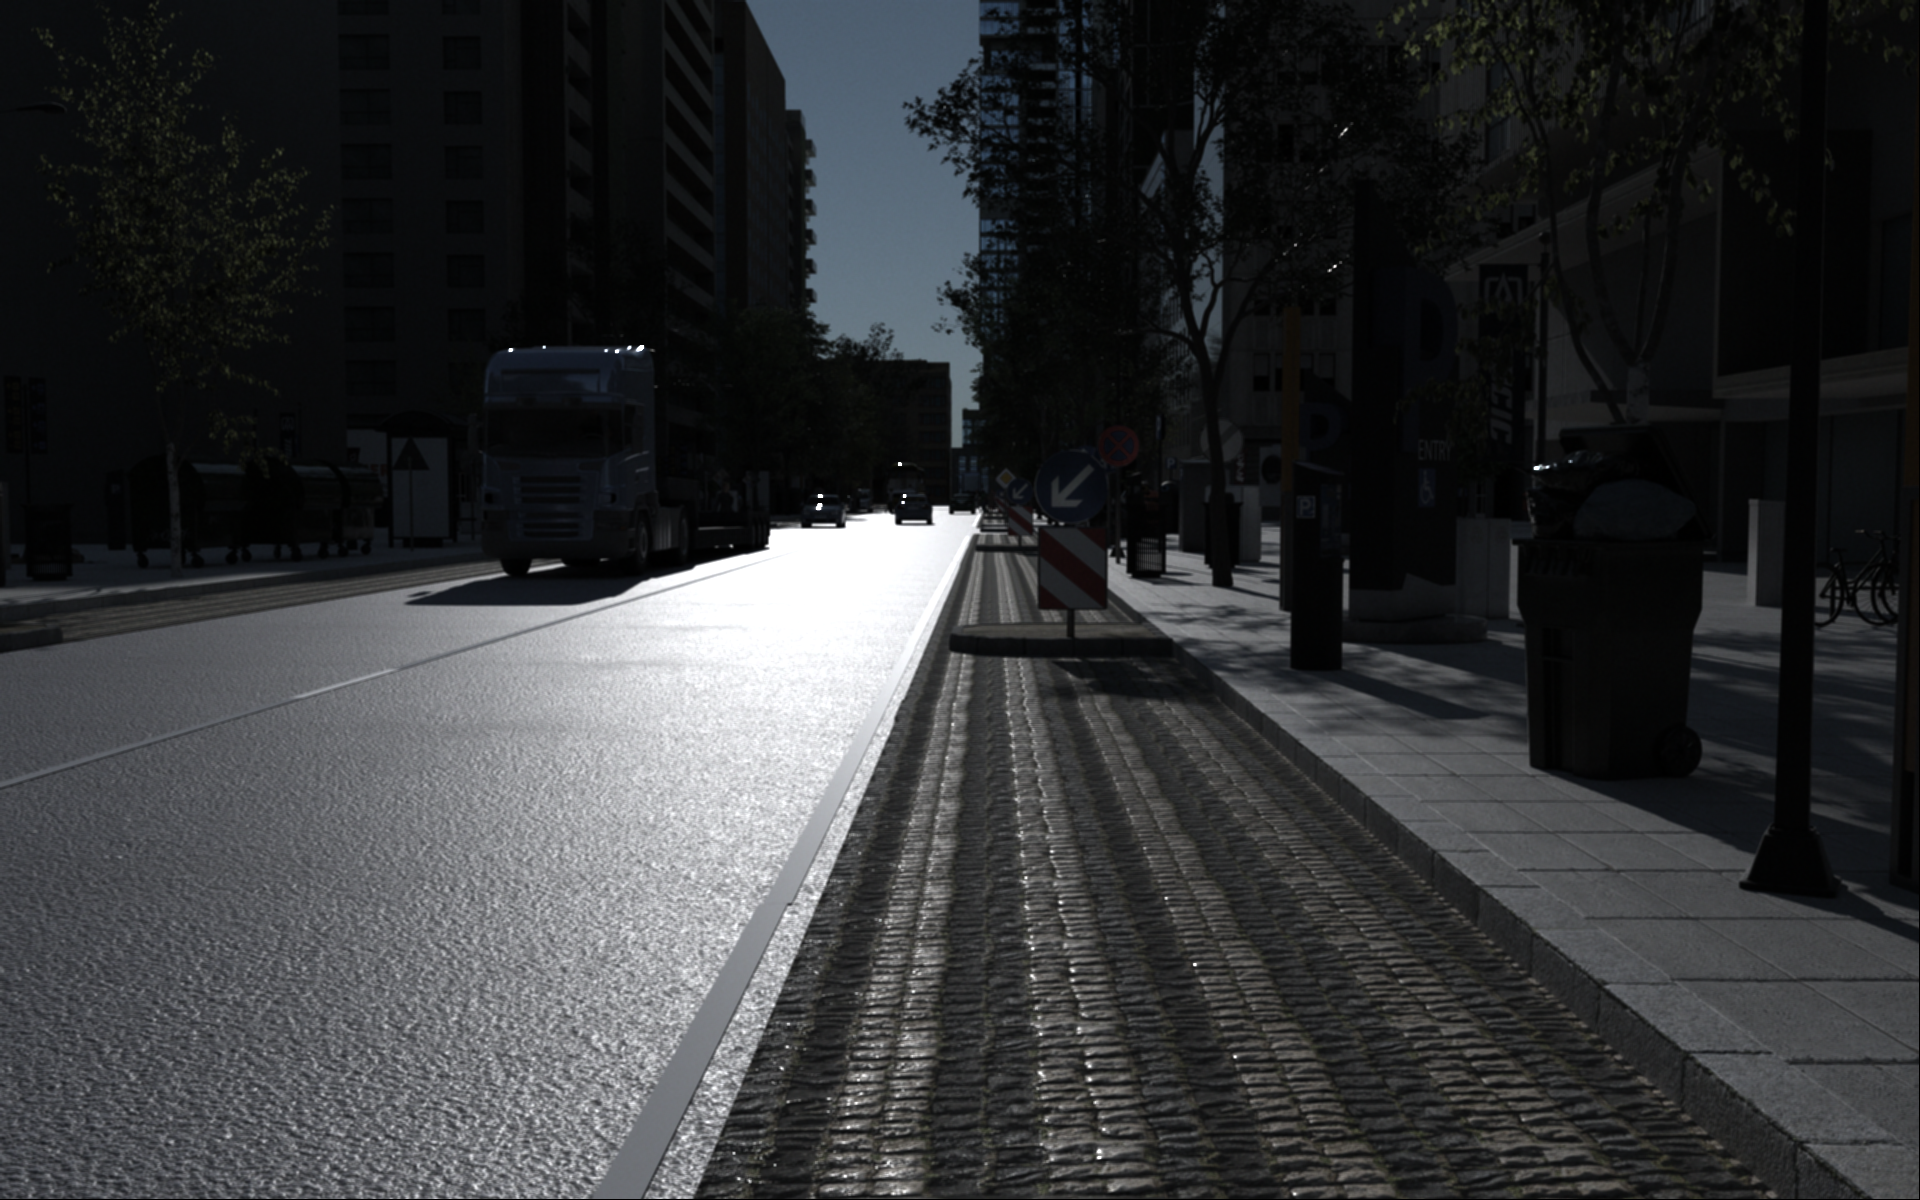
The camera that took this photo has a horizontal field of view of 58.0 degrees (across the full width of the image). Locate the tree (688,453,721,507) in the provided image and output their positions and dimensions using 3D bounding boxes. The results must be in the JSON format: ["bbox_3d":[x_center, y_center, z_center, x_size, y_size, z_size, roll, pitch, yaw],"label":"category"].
[{"bbox_3d":[-11.776,-5.320,81.578,1.663,3.219,1.824,0,3,0],"label":"tree"}]

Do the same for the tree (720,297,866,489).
[{"bbox_3d":[-10.994,-12.560,112.007,9.857,13.997,8.962,0,3,0],"label":"tree"}]

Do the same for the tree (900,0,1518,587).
[{"bbox_3d":[3.610,-5.488,24.135,8.767,10.594,7.601,-1,4,-11],"label":"tree"}]

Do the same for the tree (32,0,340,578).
[{"bbox_3d":[-11.861,-4.637,26.183,4.360,8.622,3.978,0,3,0],"label":"tree"}]

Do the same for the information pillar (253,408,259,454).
[{"bbox_3d":[-19.062,-3.400,46.950,0.183,3.616,0.504,-1,4,-16],"label":"information pillar"}]

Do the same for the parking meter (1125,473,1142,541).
[{"bbox_3d":[4.708,-2.521,46.934,0.399,1.863,0.255,-2,4,-29],"label":"parking meter"}]

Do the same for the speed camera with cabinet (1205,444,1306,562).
[{"bbox_3d":[5.533,-2.339,32.576,0.660,3.252,2.038,-3,4,-39],"label":"speed camera with cabinet"}]

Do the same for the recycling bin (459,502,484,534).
[{"bbox_3d":[-15.757,-2.649,55.863,0.722,1.027,0.722,-1,4,-21],"label":"recycling bin"}]

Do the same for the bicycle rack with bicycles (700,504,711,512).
[{"bbox_3d":[-16.077,-6.461,119.024,2.925,0.926,2.852,2,4,26],"label":"bicycle rack with bicycles"}]

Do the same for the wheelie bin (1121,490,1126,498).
[{"bbox_3d":[11.997,-7.162,125.005,0.693,1.594,0.980,0,4,-8],"label":"wheelie bin"}]

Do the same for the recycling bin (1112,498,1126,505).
[{"bbox_3d":[9.517,-5.585,103.870,0.722,1.027,0.722,-1,4,-9],"label":"recycling bin"}]

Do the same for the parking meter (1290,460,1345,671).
[{"bbox_3d":[2.620,-0.262,12.699,0.372,1.533,0.369,0,3,0],"label":"parking meter"}]

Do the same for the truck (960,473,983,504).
[{"bbox_3d":[1.360,-13.523,210.856,2.967,4.110,18.799,0,4,1],"label":"truck"}]

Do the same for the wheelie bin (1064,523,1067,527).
[{"bbox_3d":[4.162,-3.370,63.002,0.980,1.594,0.693,2,4,31],"label":"wheelie bin"}]

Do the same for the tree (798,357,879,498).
[{"bbox_3d":[-10.575,-13.816,144.016,7.486,12.596,7.792,0,3,0],"label":"tree"}]

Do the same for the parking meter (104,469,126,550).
[{"bbox_3d":[-19.360,-2.077,39.665,0.399,1.863,0.255,-2,4,-34],"label":"parking meter"}]

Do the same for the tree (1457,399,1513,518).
[{"bbox_3d":[17.267,-4.630,59.421,4.285,4.588,4.351,0,3,0],"label":"tree"}]

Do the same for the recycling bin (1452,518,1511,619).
[{"bbox_3d":[5.203,-0.332,17.979,0.722,1.027,0.722,-2,4,-31],"label":"recycling bin"}]

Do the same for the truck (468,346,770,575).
[{"bbox_3d":[-6.594,-2.916,37.437,2.967,4.110,18.799,0,4,2],"label":"truck"}]

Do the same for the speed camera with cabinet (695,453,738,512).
[{"bbox_3d":[-11.779,-5.452,83.478,2.038,3.252,0.660,-1,4,-14],"label":"speed camera with cabinet"}]

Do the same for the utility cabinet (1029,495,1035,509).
[{"bbox_3d":[5.851,-8.142,144.287,1.020,1.237,0.306,1,4,9],"label":"utility cabinet"}]

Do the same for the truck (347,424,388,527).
[{"bbox_3d":[-26.534,-4.990,70.506,11.283,4.237,2.839,0,4,3],"label":"truck"}]

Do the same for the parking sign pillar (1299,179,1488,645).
[{"bbox_3d":[3.957,-1.644,15.353,1.447,3.967,1.447,3,5,40],"label":"parking sign pillar"}]

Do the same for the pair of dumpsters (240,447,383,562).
[{"bbox_3d":[-13.023,-1.965,34.618,1.574,2.255,4.437,0,4,1],"label":"pair of dumpsters"}]

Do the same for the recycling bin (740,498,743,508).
[{"bbox_3d":[-13.688,-5.667,105.209,0.722,1.027,0.722,3,5,41],"label":"recycling bin"}]

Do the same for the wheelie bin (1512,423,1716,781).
[{"bbox_3d":[2.992,-0.004,7.976,0.693,1.594,0.980,-1,4,-21],"label":"wheelie bin"}]

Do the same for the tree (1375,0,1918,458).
[{"bbox_3d":[3.990,-3.647,9.986,4.360,8.622,3.978,0,3,0],"label":"tree"}]

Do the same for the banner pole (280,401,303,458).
[{"bbox_3d":[-18.014,-3.476,46.847,0.863,3.779,0.401,1,4,13],"label":"banner pole"}]

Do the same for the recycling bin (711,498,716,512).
[{"bbox_3d":[-16.334,-6.390,117.028,0.722,1.027,0.722,2,4,31],"label":"recycling bin"}]

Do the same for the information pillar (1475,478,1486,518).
[{"bbox_3d":[21.999,-4.202,73.202,0.304,2.012,0.304,3,5,39],"label":"information pillar"}]

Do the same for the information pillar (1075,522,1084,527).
[{"bbox_3d":[3.242,-2.637,47.606,0.304,2.012,0.304,3,4,38],"label":"information pillar"}]

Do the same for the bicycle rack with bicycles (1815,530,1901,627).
[{"bbox_3d":[9.474,-0.195,16.569,2.925,0.926,2.852,0,4,-3],"label":"bicycle rack with bicycles"}]

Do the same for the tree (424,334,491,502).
[{"bbox_3d":[-22.115,-7.848,78.684,4.737,8.622,4.395,0,3,0],"label":"tree"}]

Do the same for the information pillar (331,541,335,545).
[{"bbox_3d":[-16.020,-2.406,43.830,0.304,2.012,0.304,0,4,-4],"label":"information pillar"}]

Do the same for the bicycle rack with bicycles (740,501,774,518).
[{"bbox_3d":[-11.441,-4.959,94.454,2.852,0.926,2.925,-2,4,-34],"label":"bicycle rack with bicycles"}]

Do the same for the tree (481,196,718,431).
[{"bbox_3d":[-11.560,-7.395,55.315,8.767,10.594,7.601,1,4,14],"label":"tree"}]

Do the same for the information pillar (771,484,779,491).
[{"bbox_3d":[-13.369,-7.297,123.801,0.304,2.012,0.304,-3,5,-44],"label":"information pillar"}]

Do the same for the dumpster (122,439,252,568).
[{"bbox_3d":[-13.676,-1.724,30.679,1.502,2.255,1.985,0,4,1],"label":"dumpster"}]

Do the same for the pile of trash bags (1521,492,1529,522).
[{"bbox_3d":[27.566,-4.273,79.614,3.447,1.369,1.912,1,4,10],"label":"pile of trash bags"}]

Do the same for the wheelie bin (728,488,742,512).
[{"bbox_3d":[-11.678,-4.962,89.038,0.980,1.594,0.693,0,4,4],"label":"wheelie bin"}]

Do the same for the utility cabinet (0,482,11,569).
[{"bbox_3d":[-16.632,-1.258,29.249,1.173,1.500,0.318,1,4,15],"label":"utility cabinet"}]

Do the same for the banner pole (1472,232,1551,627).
[{"bbox_3d":[5.354,-1.628,16.629,0.863,3.779,0.401,0,4,0],"label":"banner pole"}]

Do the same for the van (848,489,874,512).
[{"bbox_3d":[-7.708,-7.833,135.080,2.013,2.044,4.112,0,4,1],"label":"van"}]

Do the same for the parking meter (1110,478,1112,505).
[{"bbox_3d":[5.209,-3.425,61.710,0.399,1.863,0.255,0,4,5],"label":"parking meter"}]

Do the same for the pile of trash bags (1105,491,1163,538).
[{"bbox_3d":[5.127,-2.505,50.702,1.912,1.369,3.447,-1,4,-16],"label":"pile of trash bags"}]

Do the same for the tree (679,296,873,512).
[{"bbox_3d":[-10.813,-10.107,91.005,9.928,11.665,9.643,0,3,0],"label":"tree"}]

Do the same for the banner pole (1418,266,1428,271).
[{"bbox_3d":[4.941,-1.790,19.289,0.401,3.779,0.863,-2,4,-33],"label":"banner pole"}]

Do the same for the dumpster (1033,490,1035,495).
[{"bbox_3d":[6.086,-8.565,145.798,1.264,1.857,1.865,0,4,1],"label":"dumpster"}]

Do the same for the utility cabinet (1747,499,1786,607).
[{"bbox_3d":[9.419,-0.555,20.231,0.306,1.237,1.020,1,4,19],"label":"utility cabinet"}]

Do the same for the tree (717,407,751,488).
[{"bbox_3d":[-18.660,-11.670,141.173,4.737,8.622,4.395,0,3,0],"label":"tree"}]

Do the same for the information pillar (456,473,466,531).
[{"bbox_3d":[-17.267,-3.382,59.788,0.304,2.012,0.304,2,4,26],"label":"information pillar"}]

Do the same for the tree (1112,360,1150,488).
[{"bbox_3d":[9.542,-8.437,88.308,4.360,8.622,3.978,0,3,0],"label":"tree"}]
